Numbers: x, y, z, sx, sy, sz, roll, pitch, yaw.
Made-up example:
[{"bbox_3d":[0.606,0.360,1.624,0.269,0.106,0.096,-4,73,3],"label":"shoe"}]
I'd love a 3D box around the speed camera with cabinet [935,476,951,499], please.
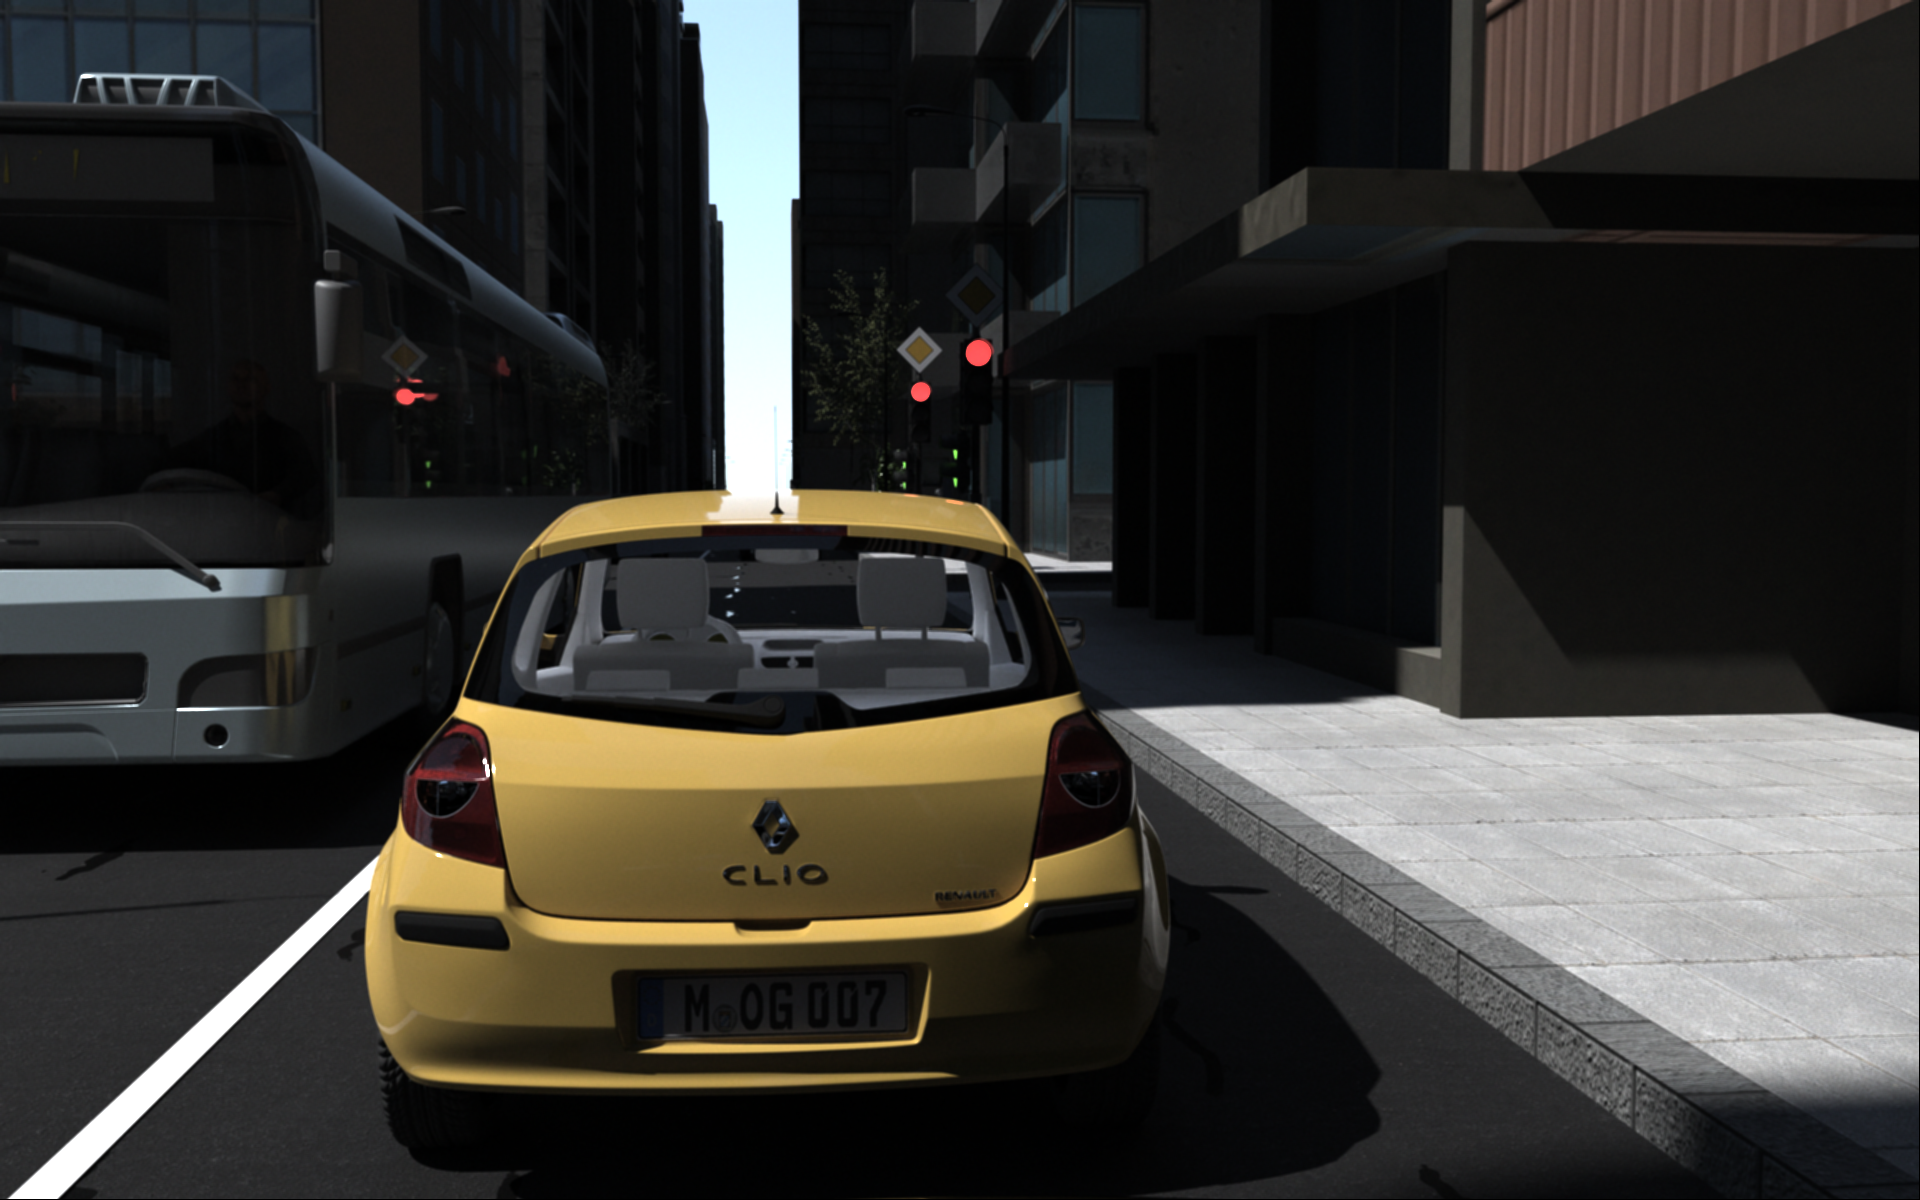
[{"bbox_3d":[-0.418,-3.789,56.280,0.660,3.252,2.038,0,4,-7],"label":"speed camera with cabinet"}]

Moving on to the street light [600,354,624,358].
[{"bbox_3d":[-11.865,-5.207,57.668,1.470,5.913,1.316,0,4,-6],"label":"street light"}]

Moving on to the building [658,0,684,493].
[{"bbox_3d":[-29.816,-35.030,114.742,21.231,58.520,28.212,0,4,-6],"label":"building"}]

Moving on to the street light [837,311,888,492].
[{"bbox_3d":[-2.429,-4.382,44.183,1.470,5.913,1.316,0,4,-6],"label":"street light"}]

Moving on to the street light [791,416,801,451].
[{"bbox_3d":[-9.169,-8.003,103.398,1.470,5.913,1.316,0,4,-6],"label":"street light"}]

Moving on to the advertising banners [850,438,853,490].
[{"bbox_3d":[-3.293,-3.437,52.379,0.090,3.025,2.074,0,4,-4],"label":"advertising banners"}]

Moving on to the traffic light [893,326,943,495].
[{"bbox_3d":[-0.701,-2.460,29.138,0.839,4.253,0.868,0,4,-6],"label":"traffic light"}]

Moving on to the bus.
[{"bbox_3d":[-4.447,-1.072,12.388,2.948,3.499,13.247,0,4,-6],"label":"bus"}]

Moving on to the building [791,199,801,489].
[{"bbox_3d":[-17.882,-37.045,255.800,14.600,45.320,14.200,0,4,-6],"label":"building"}]

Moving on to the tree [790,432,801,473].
[{"bbox_3d":[-16.956,-14.881,193.663,4.360,8.622,3.978,0,3,0],"label":"tree"}]

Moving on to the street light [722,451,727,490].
[{"bbox_3d":[-26.205,-13.109,186.875,1.470,5.913,1.316,0,4,-6],"label":"street light"}]

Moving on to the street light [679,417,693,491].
[{"bbox_3d":[-16.993,-8.078,104.614,1.470,5.913,1.316,0,4,-6],"label":"street light"}]

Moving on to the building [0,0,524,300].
[{"bbox_3d":[-18.125,-23.793,39.124,14.600,45.320,14.200,0,4,-6],"label":"building"}]

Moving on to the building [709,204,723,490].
[{"bbox_3d":[-40.269,-33.827,236.662,14.154,41.232,14.086,0,4,-6],"label":"building"}]

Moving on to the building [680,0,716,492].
[{"bbox_3d":[-41.368,-55.037,212.521,22.319,86.520,31.000,0,4,-6],"label":"building"}]

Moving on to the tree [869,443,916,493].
[{"bbox_3d":[-2.550,-3.950,59.185,1.663,3.219,1.824,0,3,0],"label":"tree"}]

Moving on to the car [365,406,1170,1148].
[{"bbox_3d":[-0.530,0.302,5.282,2.015,1.641,3.980,0,4,-5],"label":"car"}]

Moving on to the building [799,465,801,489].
[{"bbox_3d":[-2.601,-42.852,138.875,20.563,71.187,20.611,0,4,-6],"label":"building"}]

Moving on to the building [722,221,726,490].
[{"bbox_3d":[-41.391,-34.711,251.114,14.154,41.232,14.086,0,4,-6],"label":"building"}]

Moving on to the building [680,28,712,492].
[{"bbox_3d":[-31.867,-31.667,167.864,14.600,45.320,14.200,0,4,-6],"label":"building"}]

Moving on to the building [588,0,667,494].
[{"bbox_3d":[-23.385,-19.637,92.769,14.160,30.474,14.107,0,4,-6],"label":"building"}]

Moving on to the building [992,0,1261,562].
[{"bbox_3d":[13.664,-25.837,42.042,30.456,49.044,23.786,0,4,-6],"label":"building"}]

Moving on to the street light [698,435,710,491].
[{"bbox_3d":[-20.486,-9.941,135.069,1.470,5.913,1.316,0,4,-6],"label":"street light"}]

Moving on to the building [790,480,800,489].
[{"bbox_3d":[-6.991,-33.389,237.792,32.217,40.220,23.993,0,4,-6],"label":"building"}]

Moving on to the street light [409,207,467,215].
[{"bbox_3d":[-8.676,-3.400,28.135,1.470,5.913,1.316,0,4,-6],"label":"street light"}]

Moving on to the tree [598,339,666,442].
[{"bbox_3d":[-15.881,-8.009,81.308,4.360,8.622,3.978,0,3,0],"label":"tree"}]

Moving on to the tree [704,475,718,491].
[{"bbox_3d":[-25.887,-11.313,179.568,1.663,3.219,1.824,0,3,0],"label":"tree"}]

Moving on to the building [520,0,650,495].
[{"bbox_3d":[-22.398,-38.234,63.376,20.563,71.187,20.611,0,4,-6],"label":"building"}]

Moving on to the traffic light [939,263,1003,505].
[{"bbox_3d":[0.176,-1.974,21.201,0.839,4.253,0.868,0,4,-6],"label":"traffic light"}]

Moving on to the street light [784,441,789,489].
[{"bbox_3d":[-14.284,-10.889,150.582,1.470,5.913,1.316,0,4,-6],"label":"street light"}]

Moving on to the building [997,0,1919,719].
[{"bbox_3d":[12.682,-21.560,7.132,22.147,44.769,28.867,0,4,-6],"label":"building"}]

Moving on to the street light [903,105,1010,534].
[{"bbox_3d":[0.016,-2.960,20.931,1.470,5.913,1.316,0,4,-6],"label":"street light"}]

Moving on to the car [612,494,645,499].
[{"bbox_3d":[-7.267,-1.565,37.389,2.131,1.459,4.920,0,4,-7],"label":"car"}]

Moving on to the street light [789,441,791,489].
[{"bbox_3d":[-11.042,-9.095,121.243,1.470,5.913,1.316,0,4,-6],"label":"street light"}]

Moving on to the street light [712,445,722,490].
[{"bbox_3d":[-23.640,-11.741,164.512,1.470,5.913,1.316,0,4,-6],"label":"street light"}]

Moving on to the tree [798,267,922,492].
[{"bbox_3d":[-2.992,-6.428,55.467,4.737,8.622,4.395,0,3,0],"label":"tree"}]

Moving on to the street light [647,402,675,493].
[{"bbox_3d":[-15.127,-7.000,86.994,1.470,5.913,1.316,0,4,-6],"label":"street light"}]

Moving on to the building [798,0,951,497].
[{"bbox_3d":[0.723,-23.472,67.369,14.154,41.232,14.086,0,4,-6],"label":"building"}]
